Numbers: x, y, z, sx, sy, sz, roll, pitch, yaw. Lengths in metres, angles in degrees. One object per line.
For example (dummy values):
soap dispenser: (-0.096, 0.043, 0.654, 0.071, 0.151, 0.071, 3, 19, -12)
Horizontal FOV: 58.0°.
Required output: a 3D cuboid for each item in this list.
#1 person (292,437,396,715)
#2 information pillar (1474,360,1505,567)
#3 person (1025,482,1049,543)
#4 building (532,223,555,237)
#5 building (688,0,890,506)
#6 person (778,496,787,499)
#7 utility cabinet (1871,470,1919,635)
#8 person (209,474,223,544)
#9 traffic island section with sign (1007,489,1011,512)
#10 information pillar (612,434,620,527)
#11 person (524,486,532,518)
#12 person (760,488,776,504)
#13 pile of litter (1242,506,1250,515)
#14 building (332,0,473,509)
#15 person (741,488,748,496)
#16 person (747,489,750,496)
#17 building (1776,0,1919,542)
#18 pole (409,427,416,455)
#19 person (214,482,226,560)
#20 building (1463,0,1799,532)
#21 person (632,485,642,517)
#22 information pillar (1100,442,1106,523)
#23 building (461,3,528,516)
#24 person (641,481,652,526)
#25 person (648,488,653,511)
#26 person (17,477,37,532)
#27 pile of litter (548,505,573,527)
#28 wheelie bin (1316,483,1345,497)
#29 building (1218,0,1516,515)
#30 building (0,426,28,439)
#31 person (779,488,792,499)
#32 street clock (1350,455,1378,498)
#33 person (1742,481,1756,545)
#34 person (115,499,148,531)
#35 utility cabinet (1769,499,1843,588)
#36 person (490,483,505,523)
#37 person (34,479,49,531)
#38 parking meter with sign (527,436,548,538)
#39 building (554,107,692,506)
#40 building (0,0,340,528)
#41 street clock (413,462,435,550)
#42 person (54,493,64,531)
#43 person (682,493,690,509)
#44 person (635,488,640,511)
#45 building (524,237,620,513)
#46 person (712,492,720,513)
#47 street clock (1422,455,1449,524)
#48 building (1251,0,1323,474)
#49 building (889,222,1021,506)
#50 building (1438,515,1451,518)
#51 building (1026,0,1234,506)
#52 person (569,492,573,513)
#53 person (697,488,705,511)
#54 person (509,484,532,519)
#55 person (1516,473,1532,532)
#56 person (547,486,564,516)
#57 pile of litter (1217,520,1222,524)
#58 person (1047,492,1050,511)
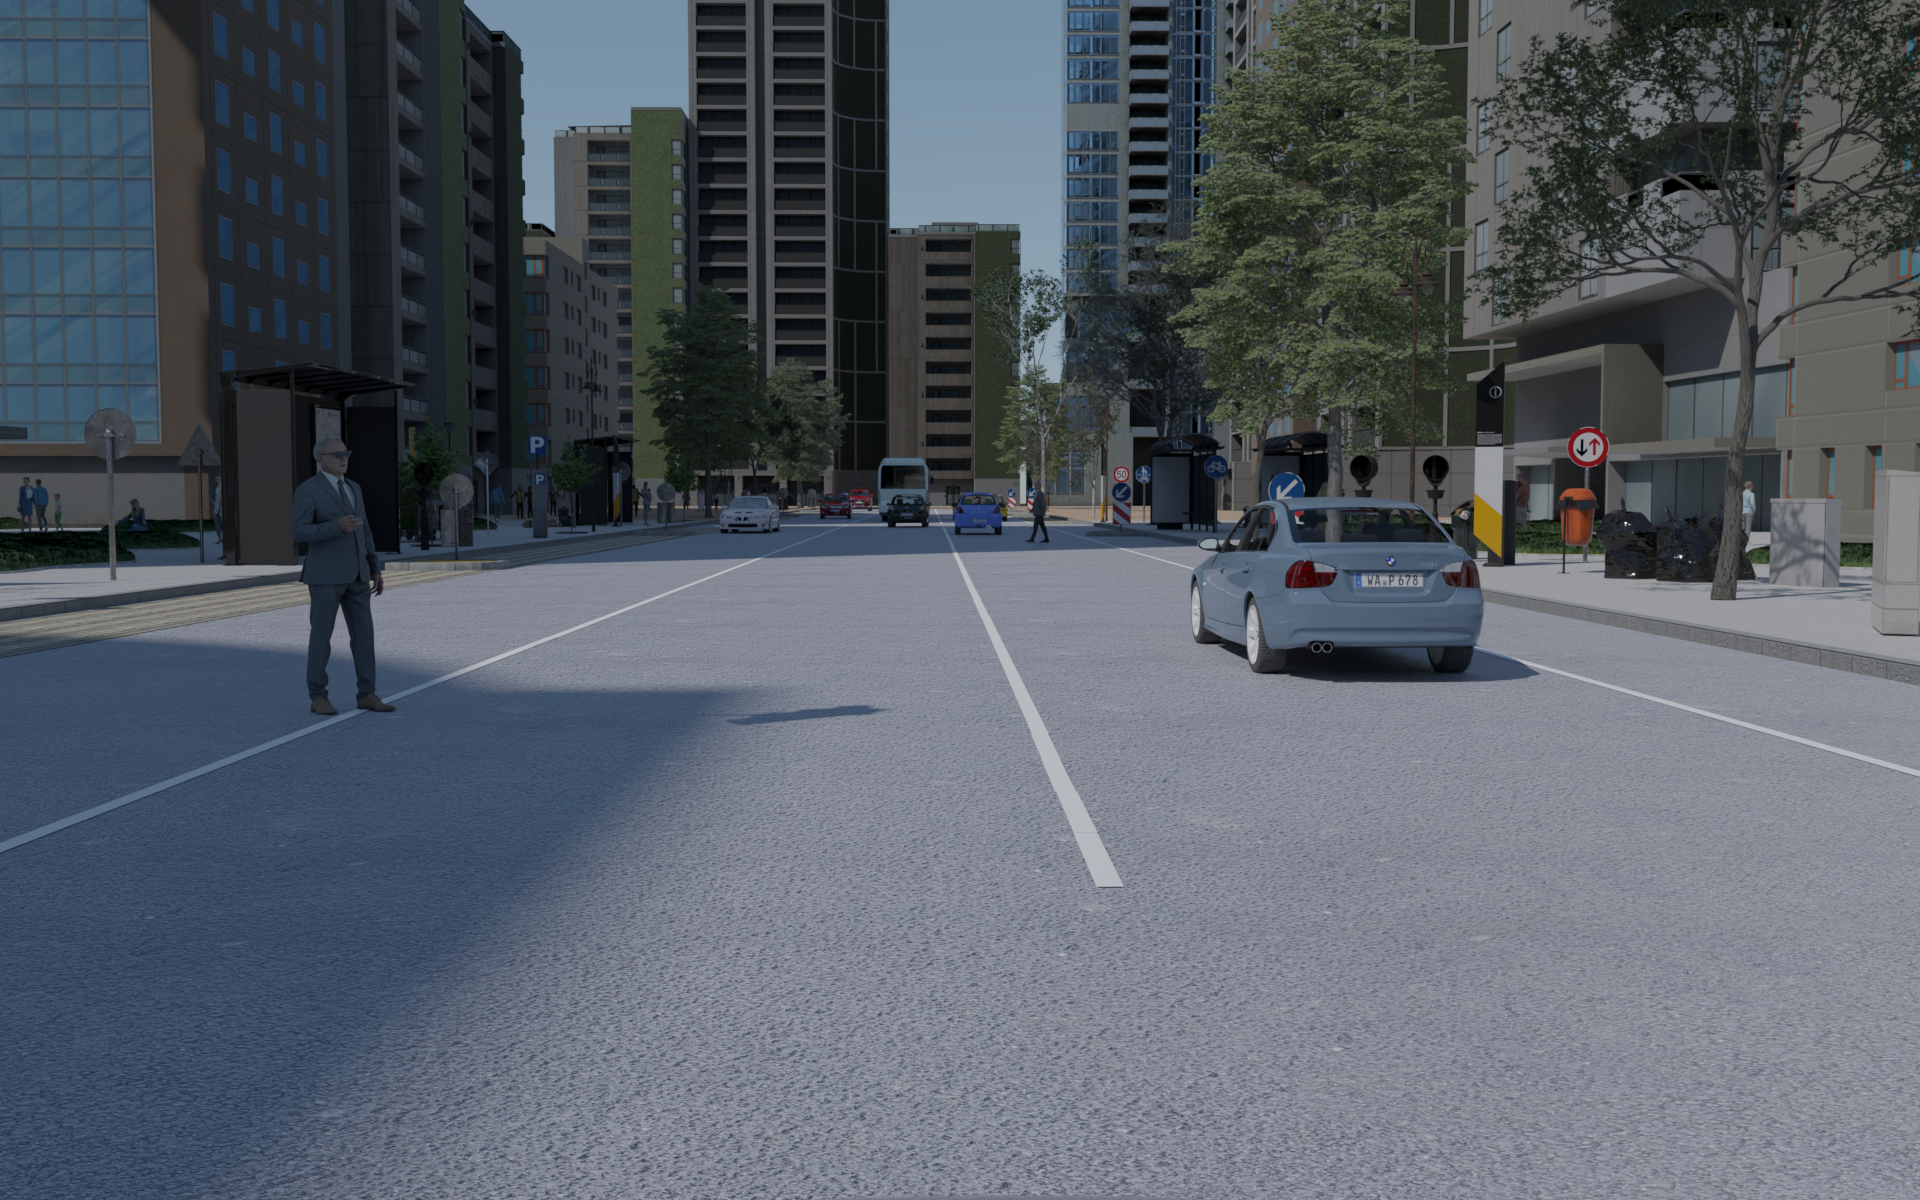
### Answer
person: (-3.992, -0.159, 11.270, 0.590, 1.801, 0.661, 2, 4, 28)
information pillar: (9.331, -2.393, 30.486, 0.504, 3.616, 0.183, 1, 4, 22)
person: (2.254, -2.575, 50.993, 0.834, 1.777, 0.661, -1, 4, -21)
building: (-50.007, -25.359, 186.317, 14.107, 30.474, 14.160, 0, 4, -1)
building: (-18.129, -45.921, 189.065, 20.611, 71.187, 20.563, 0, 4, -1)
person: (-15.244, -8.738, 148.917, 0.705, 1.824, 1.348, -3, 4, -39)
utility cabinet: (8.711, -0.453, 16.088, 0.318, 1.500, 1.173, 2, 4, 23)
person: (-18.932, -2.320, 44.256, 0.520, 1.790, 0.573, -1, 4, -14)
traffic island section with sign: (3.918, -7.818, 136.458, 1.989, 1.847, 2.006, 0, 4, -1)
information pillar: (-13.480, -4.680, 67.877, 0.183, 3.616, 0.504, -2, 4, -30)
person: (-23.254, -5.336, 94.010, 1.217, 1.735, 0.721, 3, 4, 36)
person: (-10.253, -4.989, 90.777, 1.217, 1.736, 0.721, -1, 4, -15)
pile of litter: (11.006, -3.105, 64.729, 1.176, 0.858, 1.719, 0, 4, -1)
building: (-34.099, -24.770, 88.591, 14.154, 41.232, 14.086, 0, 4, -1)
person: (-17.694, -8.332, 142.279, 0.705, 1.823, 1.348, -3, 4, -36)
person: (-19.066, -9.091, 155.614, 0.436, 1.711, 0.756, 0, 4, -7)
building: (37.351, -11.560, 34.051, 28.899, 21.520, 27.650, 0, 4, -1)
pole: (-16.723, -3.615, 52.952, 0.158, 3.312, 0.155, 0, 3, 0)
person: (-14.159, -1.704, 33.774, 0.818, 1.842, 0.514, 1, 4, 22)
building: (37.613, -29.331, 68.806, 28.713, 52.752, 27.495, 0, 4, -1)
person: (-18.188, -5.533, 96.608, 1.348, 1.812, 0.705, -1, 4, -20)
information pillar: (6.486, -5.314, 78.245, 0.183, 3.616, 0.504, 2, 4, 24)
building: (-34.404, -20.262, 102.987, 14.160, 30.474, 14.107, 0, 4, -1)
person: (-12.602, -3.891, 69.935, 0.520, 1.790, 0.573, 2, 4, 34)
person: (-24.063, -7.818, 134.590, 0.721, 1.743, 1.217, -2, 4, -25)
person: (-29.664, -2.997, 55.061, 0.581, 1.822, 0.654, -3, 4, -38)
pile of litter: (-15.693, -3.277, 67.543, 1.176, 0.858, 1.719, 3, 4, 37)
wheelie bin: (10.108, -2.405, 47.234, 0.693, 1.594, 0.980, -2, 4, -30)
building: (30.815, -42.524, 133.518, 20.563, 71.187, 20.611, 0, 4, -1)
building: (-38.924, -27.120, 32.650, 28.713, 52.752, 27.495, 0, 4, -1)
person: (-15.631, -9.152, 155.683, 1.348, 1.822, 0.705, -1, 4, -22)
street clock: (7.461, -1.680, 32.042, 0.471, 2.002, 0.358, 3, 5, 44)
person: (19.763, -2.179, 43.477, 0.330, 1.601, 0.589, -1, 4, -12)
person: (-22.934, -2.243, 48.208, 1.012, 1.151, 0.738, 2, 4, 24)
utility cabinet: (11.808, -0.797, 24.198, 0.306, 1.237, 1.020, -1, 4, -17)
person: (-20.438, -4.292, 76.553, 0.601, 1.785, 0.444, 2, 4, 26)
person: (-30.605, -3.138, 57.688, 0.444, 1.785, 0.601, 2, 4, 29)
parking meter with sign: (-12.403, -3.347, 50.976, 0.543, 3.016, 1.738, -1, 4, -16)
building: (-35.688, -30.753, 186.398, 14.086, 41.232, 14.154, 0, 4, -1)
building: (-34.811, -25.689, 70.126, 14.600, 45.320, 14.200, 0, 4, -1)
street clock: (-12.241, -2.141, 39.575, 0.471, 2.002, 0.358, -1, 4, -19)
person: (-31.056, -3.021, 59.677, 0.306, 1.304, 0.590, 0, 4, 4)
person: (-23.435, -8.671, 148.363, 0.990, 1.755, 0.434, 3, 5, 39)
person: (-24.747, -7.749, 133.264, 0.721, 1.766, 1.217, 0, 4, -2)
building: (-42.821, -17.520, 131.492, 28.899, 21.520, 27.650, 0, 4, -1)
person: (-16.497, -6.576, 116.746, 0.628, 1.438, 0.799, -2, 4, -24)
street clock: (8.817, -1.686, 32.131, 0.471, 2.002, 0.358, 1, 4, 19)
building: (28.062, -28.549, 116.881, 14.600, 45.320, 14.200, 0, 4, -1)
building: (-0.704, -25.394, 186.901, 14.107, 30.474, 14.160, 0, 4, -1)
building: (30.857, -40.341, 97.825, 20.563, 71.187, 20.611, 0, 4, -1)
building: (22.932, -53.688, 190.477, 31.000, 86.520, 22.319, 0, 4, -1)
person: (-26.092, -6.687, 116.102, 0.721, 1.743, 1.217, -1, 4, -14)
person: (-19.200, -7.454, 128.592, 0.621, 1.740, 0.551, 3, 5, 43)
person: (-22.870, -5.134, 90.083, 1.348, 1.812, 0.705, -3, 5, -43)
person: (14.570, -2.377, 44.889, 0.573, 1.828, 0.580, -1, 4, -16)
person: (-23.668, -5.756, 100.873, 1.217, 1.735, 0.721, -2, 4, -32)
pile of litter: (10.600, -3.767, 75.561, 1.176, 0.858, 1.719, -3, 5, -41)
person: (6.661, -7.400, 130.298, 0.557, 1.426, 1.065, 0, 4, 0)
